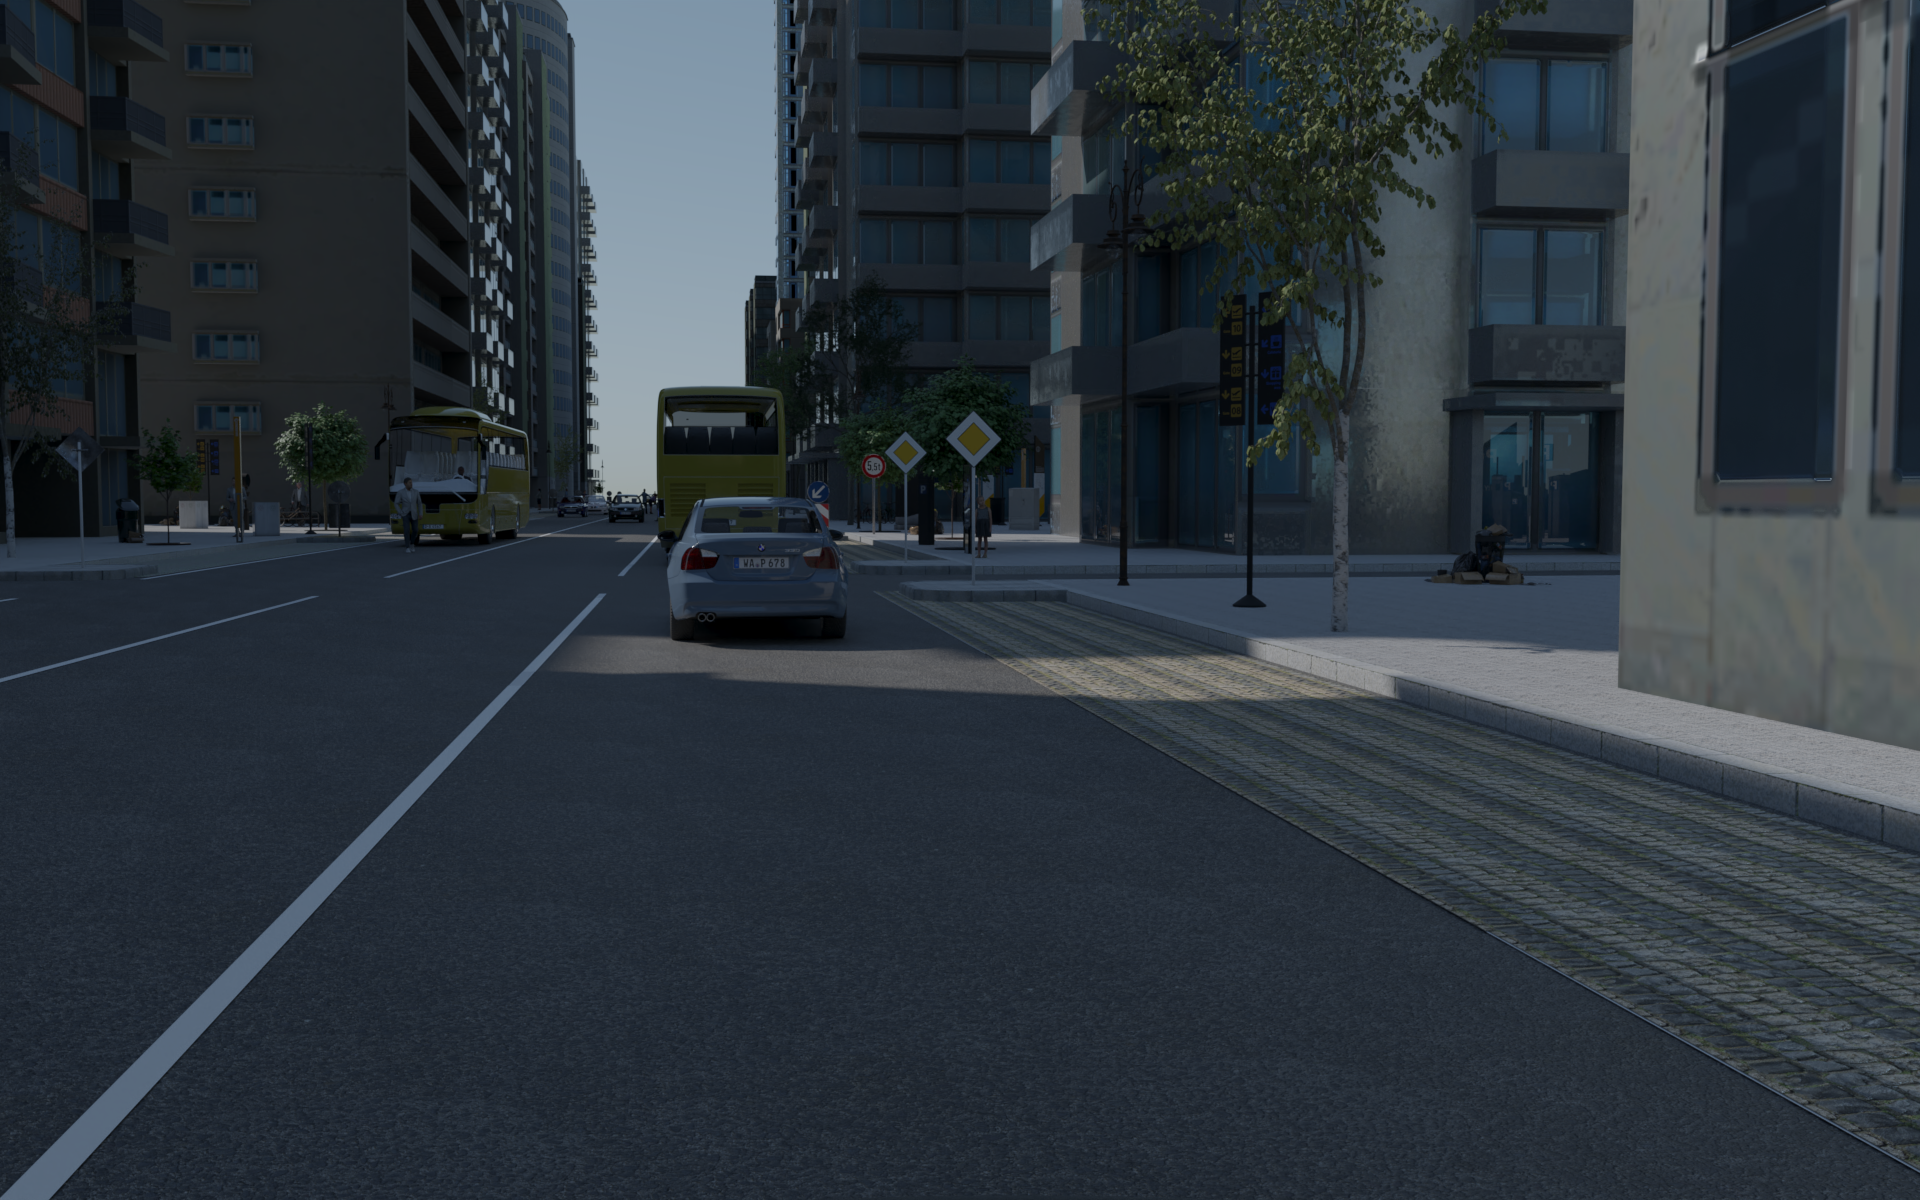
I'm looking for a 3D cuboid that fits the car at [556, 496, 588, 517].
[{"bbox_3d":[-24.067,-5.813,107.630,1.945,1.354,3.894,-1,4,-9],"label":"car"}]

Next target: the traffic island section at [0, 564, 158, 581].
[{"bbox_3d":[-15.242,-0.474,30.031,2.009,0.180,2.903,-1,4,-9],"label":"traffic island section"}]

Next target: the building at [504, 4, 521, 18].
[{"bbox_3d":[-42.833,-27.889,139.579,14.154,41.232,14.086,-1,4,-9],"label":"building"}]

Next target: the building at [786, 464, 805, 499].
[{"bbox_3d":[-4.181,-43.084,142.667,20.563,71.187,20.611,-1,4,-9],"label":"building"}]

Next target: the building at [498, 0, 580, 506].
[{"bbox_3d":[-55.554,-40.161,198.623,21.231,58.520,28.212,-1,4,-9],"label":"building"}]

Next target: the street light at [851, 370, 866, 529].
[{"bbox_3d":[-3.747,-5.567,63.811,0.468,5.910,1.993,-1,4,-9],"label":"street light"}]

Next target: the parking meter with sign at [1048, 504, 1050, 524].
[{"bbox_3d":[4.166,-4.704,73.171,0.543,3.016,1.738,-1,4,-19],"label":"parking meter with sign"}]

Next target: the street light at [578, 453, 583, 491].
[{"bbox_3d":[-41.156,-13.148,187.750,0.468,5.910,1.993,-1,4,-9],"label":"street light"}]

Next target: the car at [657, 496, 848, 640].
[{"bbox_3d":[-2.196,-0.389,18.363,2.014,1.417,4.499,-1,4,-9],"label":"car"}]

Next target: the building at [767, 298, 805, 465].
[{"bbox_3d":[-4.345,-19.823,169.151,27.650,21.520,28.899,-1,4,-9],"label":"building"}]

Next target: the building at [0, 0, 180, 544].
[{"bbox_3d":[-34.473,-23.854,44.646,22.147,44.769,28.867,-1,4,-9],"label":"building"}]

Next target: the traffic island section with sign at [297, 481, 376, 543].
[{"bbox_3d":[-18.502,-2.622,51.504,1.989,1.847,2.006,-1,4,-9],"label":"traffic island section with sign"}]

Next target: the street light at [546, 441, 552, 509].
[{"bbox_3d":[-34.972,-10.683,147.456,0.468,5.910,1.993,-1,4,-9],"label":"street light"}]

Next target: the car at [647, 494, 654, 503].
[{"bbox_3d":[-43.850,-14.361,245.023,2.015,1.641,3.980,-1,4,-10],"label":"car"}]

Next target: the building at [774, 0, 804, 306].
[{"bbox_3d":[-13.099,-54.652,206.236,22.319,86.520,31.000,-1,4,-9],"label":"building"}]

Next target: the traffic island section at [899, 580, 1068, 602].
[{"bbox_3d":[0.232,-0.122,24.281,2.009,0.180,2.903,-1,4,-9],"label":"traffic island section"}]

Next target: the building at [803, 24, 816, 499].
[{"bbox_3d":[-4.368,-27.018,125.338,14.154,41.232,14.086,-1,4,-9],"label":"building"}]

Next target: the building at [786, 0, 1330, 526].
[{"bbox_3d":[2.748,-28.906,92.225,23.786,49.044,30.456,-1,4,-9],"label":"building"}]

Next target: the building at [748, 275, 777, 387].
[{"bbox_3d":[-20.289,-28.008,229.631,14.160,30.474,14.107,-1,4,-9],"label":"building"}]

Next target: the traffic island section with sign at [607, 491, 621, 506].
[{"bbox_3d":[-42.494,-12.329,210.203,1.989,1.847,2.006,-1,4,-9],"label":"traffic island section with sign"}]

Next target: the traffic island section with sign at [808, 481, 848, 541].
[{"bbox_3d":[-4.527,-2.745,53.506,1.989,1.847,2.006,-1,4,-9],"label":"traffic island section with sign"}]

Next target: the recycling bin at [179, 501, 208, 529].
[{"bbox_3d":[-28.443,-3.165,64.294,0.722,1.027,0.722,1,4,15],"label":"recycling bin"}]

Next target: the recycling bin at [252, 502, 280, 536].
[{"bbox_3d":[-21.220,-2.471,52.961,0.722,1.027,0.722,-2,4,-28],"label":"recycling bin"}]

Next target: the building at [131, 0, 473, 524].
[{"bbox_3d":[-35.819,-28.058,82.443,21.300,48.544,21.600,-1,4,-9],"label":"building"}]

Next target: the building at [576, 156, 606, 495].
[{"bbox_3d":[-62.294,-38.060,241.894,23.786,49.044,30.456,-1,4,-9],"label":"building"}]

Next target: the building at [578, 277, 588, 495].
[{"bbox_3d":[-55.326,-27.481,221.018,14.160,30.474,14.107,-1,4,-9],"label":"building"}]

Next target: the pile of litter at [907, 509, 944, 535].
[{"bbox_3d":[-1.151,-2.502,54.867,1.176,0.858,1.719,3,5,40],"label":"pile of litter"}]

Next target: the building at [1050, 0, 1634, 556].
[{"bbox_3d":[16.940,-26.068,45.828,30.456,49.044,23.786,-1,4,-9],"label":"building"}]

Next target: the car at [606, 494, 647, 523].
[{"bbox_3d":[-16.909,-4.776,87.870,2.009,1.686,4.222,-1,4,-9],"label":"car"}]

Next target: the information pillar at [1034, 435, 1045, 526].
[{"bbox_3d":[3.136,-4.735,68.773,0.504,3.616,0.183,-3,4,-37],"label":"information pillar"}]

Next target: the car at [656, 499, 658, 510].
[{"bbox_3d":[-26.769,-8.902,158.123,1.945,1.354,3.894,0,4,-7],"label":"car"}]

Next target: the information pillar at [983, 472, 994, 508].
[{"bbox_3d":[1.218,-5.150,75.564,0.504,3.616,0.183,1,4,20],"label":"information pillar"}]

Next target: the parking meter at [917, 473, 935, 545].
[{"bbox_3d":[-0.853,-2.317,43.595,0.399,1.863,0.255,3,5,41],"label":"parking meter"}]

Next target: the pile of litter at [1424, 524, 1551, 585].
[{"bbox_3d":[7.558,-0.665,24.833,1.176,0.858,1.719,-3,5,-39],"label":"pile of litter"}]

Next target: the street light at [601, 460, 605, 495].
[{"bbox_3d":[-47.380,-15.708,229.616,0.468,5.910,1.993,-1,4,-9],"label":"street light"}]

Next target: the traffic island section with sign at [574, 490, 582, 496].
[{"bbox_3d":[-34.143,-8.951,154.984,1.989,1.847,2.006,-1,4,-9],"label":"traffic island section with sign"}]

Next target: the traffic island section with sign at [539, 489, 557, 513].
[{"bbox_3d":[-30.092,-7.315,128.230,1.989,1.847,2.006,-1,4,-9],"label":"traffic island section with sign"}]

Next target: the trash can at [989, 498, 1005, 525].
[{"bbox_3d":[1.549,-3.680,71.818,0.748,1.137,0.748,0,3,0],"label":"trash can"}]

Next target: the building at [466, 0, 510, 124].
[{"bbox_3d":[-42.524,-30.391,116.508,23.786,49.044,30.456,-1,4,-9],"label":"building"}]

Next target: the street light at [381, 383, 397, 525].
[{"bbox_3d":[-23.738,-6.073,72.078,0.468,5.910,1.993,-1,4,-9],"label":"street light"}]

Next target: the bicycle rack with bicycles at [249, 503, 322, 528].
[{"bbox_3d":[-25.987,-3.266,66.786,2.925,0.926,2.852,-2,4,-27],"label":"bicycle rack with bicycles"}]

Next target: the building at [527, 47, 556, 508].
[{"bbox_3d":[-44.201,-28.757,153.773,14.154,41.232,14.086,-1,4,-9],"label":"building"}]

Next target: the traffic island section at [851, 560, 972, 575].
[{"bbox_3d":[-0.961,-0.605,32.177,2.009,0.180,2.903,-1,4,-9],"label":"traffic island section"}]

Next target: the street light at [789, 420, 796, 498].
[{"bbox_3d":[-10.188,-8.157,106.160,0.468,5.910,1.993,-1,4,-9],"label":"street light"}]

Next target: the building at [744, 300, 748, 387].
[{"bbox_3d":[-22.665,-28.889,244.039,14.160,30.474,14.107,-1,4,-9],"label":"building"}]

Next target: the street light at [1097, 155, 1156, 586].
[{"bbox_3d":[2.291,-3.139,24.110,0.468,5.910,1.993,-1,4,-9],"label":"street light"}]

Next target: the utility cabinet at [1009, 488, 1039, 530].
[{"bbox_3d":[2.260,-3.221,61.343,1.173,1.500,0.318,3,5,42],"label":"utility cabinet"}]

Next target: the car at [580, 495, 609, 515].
[{"bbox_3d":[-25.379,-6.597,120.222,2.083,1.381,4.827,-1,4,-10],"label":"car"}]

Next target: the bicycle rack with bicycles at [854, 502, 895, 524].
[{"bbox_3d":[-3.021,-3.804,75.573,2.852,0.926,2.925,-2,4,-34],"label":"bicycle rack with bicycles"}]
